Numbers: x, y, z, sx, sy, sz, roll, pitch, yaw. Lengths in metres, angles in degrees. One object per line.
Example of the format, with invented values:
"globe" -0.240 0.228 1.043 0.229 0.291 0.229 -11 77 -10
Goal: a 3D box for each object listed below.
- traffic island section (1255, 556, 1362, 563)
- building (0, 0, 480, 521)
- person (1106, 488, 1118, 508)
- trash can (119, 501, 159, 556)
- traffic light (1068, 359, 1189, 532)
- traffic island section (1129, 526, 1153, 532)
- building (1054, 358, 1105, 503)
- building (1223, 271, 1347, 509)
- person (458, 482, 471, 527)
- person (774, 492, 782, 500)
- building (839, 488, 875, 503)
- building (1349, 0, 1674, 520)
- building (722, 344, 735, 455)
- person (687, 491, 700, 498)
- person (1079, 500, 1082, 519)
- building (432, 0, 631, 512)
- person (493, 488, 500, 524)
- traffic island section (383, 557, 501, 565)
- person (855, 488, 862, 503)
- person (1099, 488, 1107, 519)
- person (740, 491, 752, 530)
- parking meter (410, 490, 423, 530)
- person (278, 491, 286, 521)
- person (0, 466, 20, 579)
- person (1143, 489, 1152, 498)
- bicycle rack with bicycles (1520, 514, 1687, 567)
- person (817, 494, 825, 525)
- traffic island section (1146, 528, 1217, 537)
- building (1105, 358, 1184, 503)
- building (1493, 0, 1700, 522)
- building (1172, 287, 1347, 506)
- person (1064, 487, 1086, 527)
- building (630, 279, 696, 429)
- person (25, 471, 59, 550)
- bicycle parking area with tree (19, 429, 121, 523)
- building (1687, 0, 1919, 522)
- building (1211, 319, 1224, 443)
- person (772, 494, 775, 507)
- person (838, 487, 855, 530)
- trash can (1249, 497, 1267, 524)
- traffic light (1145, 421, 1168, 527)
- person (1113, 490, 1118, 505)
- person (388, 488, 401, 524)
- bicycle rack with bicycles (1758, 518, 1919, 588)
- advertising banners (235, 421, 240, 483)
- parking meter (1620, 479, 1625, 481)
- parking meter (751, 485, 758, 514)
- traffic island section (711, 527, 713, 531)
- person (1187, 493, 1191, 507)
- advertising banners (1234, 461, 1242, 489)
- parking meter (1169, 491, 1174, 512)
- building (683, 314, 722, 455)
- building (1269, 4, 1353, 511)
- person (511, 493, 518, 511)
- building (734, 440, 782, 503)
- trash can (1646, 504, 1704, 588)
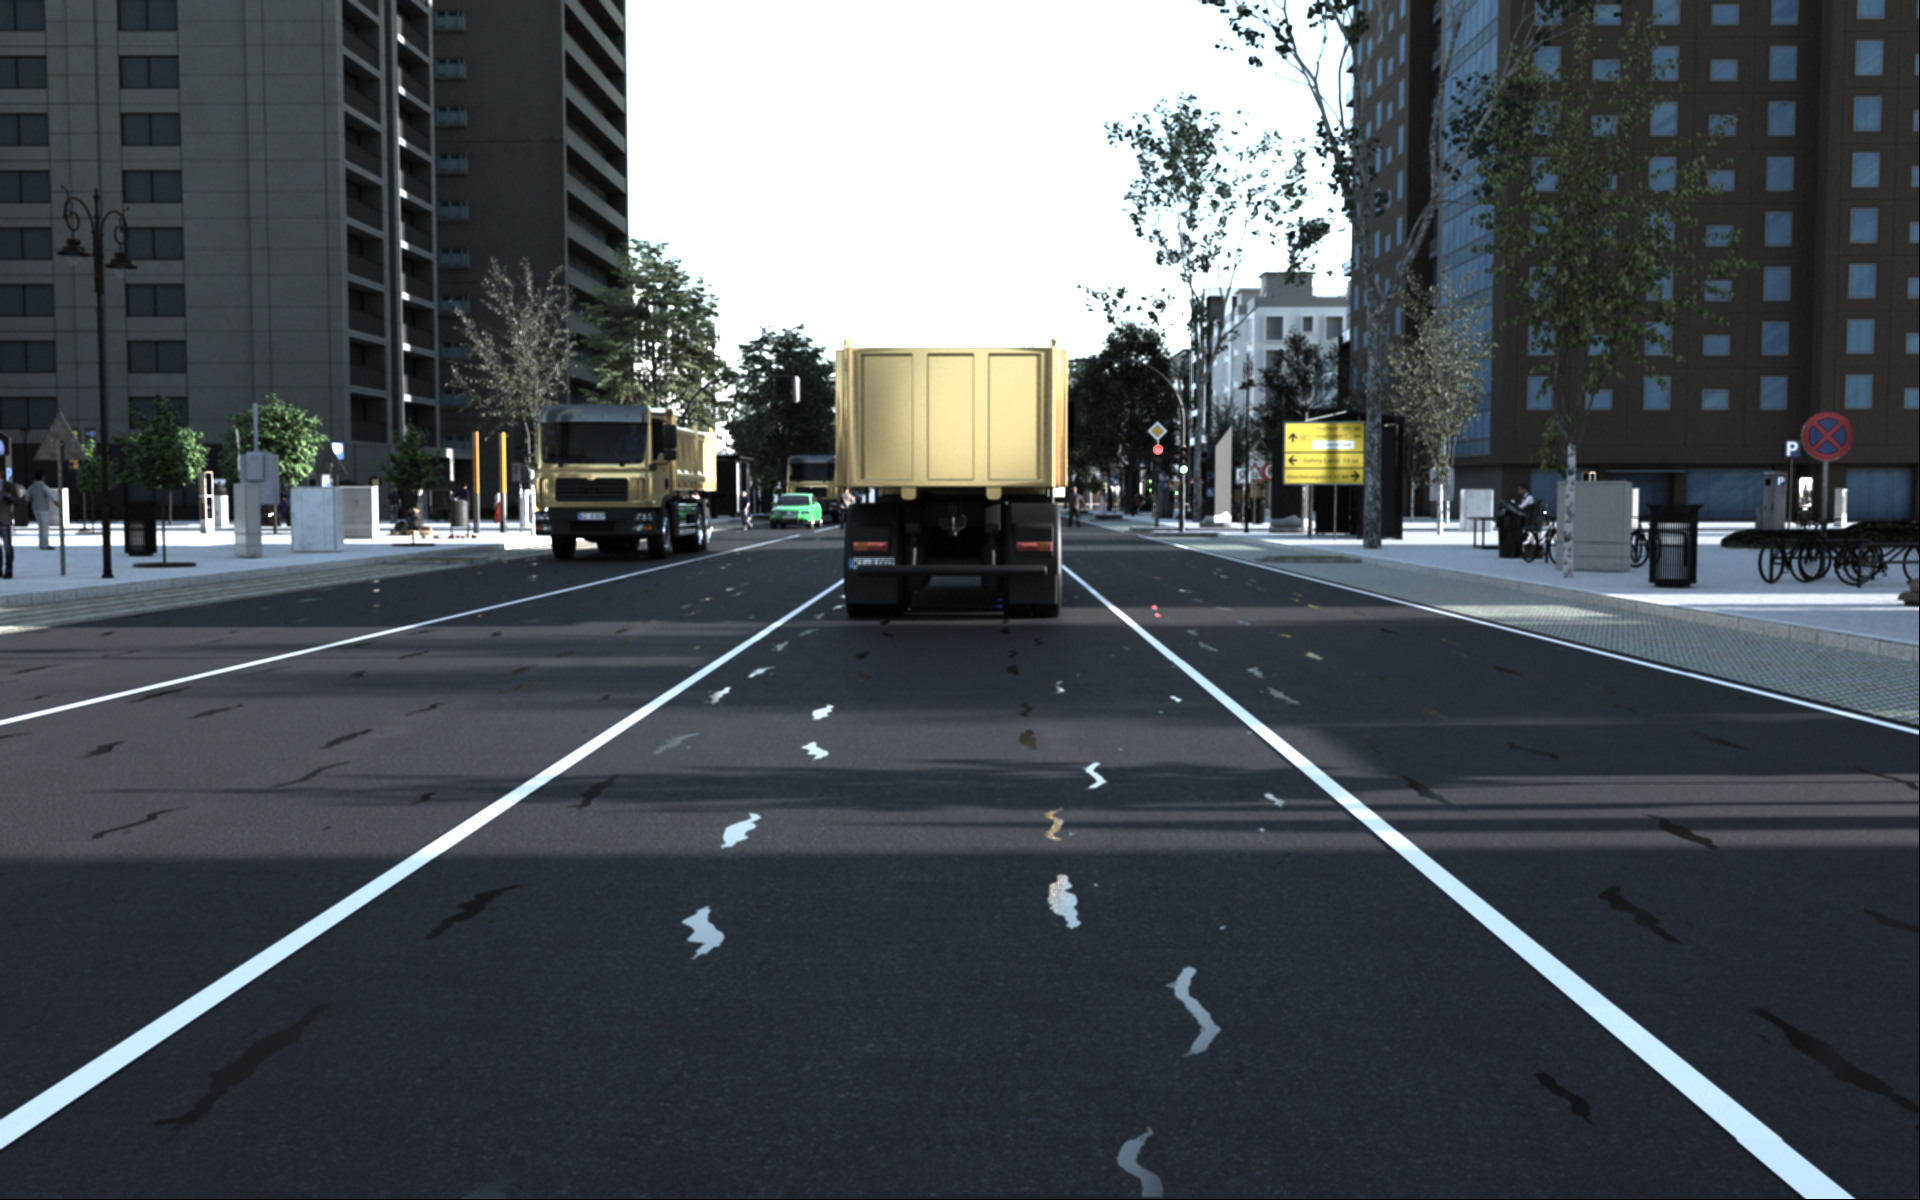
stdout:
"traffic island section" 7.322 -0.851 36.778 1.991 0.108 1.994 0 4 0
"building" -37.608 -39.992 92.113 20.563 71.187 20.611 0 4 0
"person" 14.328 -9.683 164.343 1.348 1.826 0.705 0 4 -7
"trash can" -17.006 -1.485 35.927 0.748 1.137 0.748 0 3 0
"traffic light" 5.385 -5.119 58.367 4.771 5.953 1.251 0 4 0
"traffic island section" 7.586 -2.710 66.589 2.009 0.180 2.903 0 4 0
"building" 14.052 -23.909 247.329 11.380 20.091 16.016 0 4 0
"building" 32.364 -18.133 152.888 16.016 20.091 11.380 0 4 0
"person" -19.422 -3.748 68.025 0.576 1.737 0.504 1 4 17
"person" -22.305 -12.724 214.091 1.348 1.822 0.705 0 4 -5
"building" -5.708 -18.437 243.589 28.070 9.664 9.099 0 4 0
"building" 31.515 -27.625 101.777 14.600 45.320 14.200 0 4 0
"building" -31.944 -20.825 196.904 11.380 20.091 16.016 0 4 0
"person" -8.889 -2.922 57.741 0.517 1.644 0.566 3 4 37
"person" 6.832 -5.396 99.959 0.726 1.435 0.776 1 4 9
"building" -36.049 -30.467 121.843 21.300 48.544 21.600 0 4 0
"person" -19.769 -4.016 74.173 0.387 1.526 0.523 0 4 -2
"traffic island section" -10.619 -0.794 35.842 1.991 0.108 1.994 0 4 0
"person" -6.927 -6.781 119.233 0.599 1.838 0.709 1 4 16
"person" 7.958 -5.305 95.908 0.621 1.740 0.551 -1 4 -17
"person" -8.628 -3.619 69.887 0.471 1.553 0.569 -1 4 -16
"parking meter" -17.530 -3.068 55.871 0.399 1.863 0.255 2 4 32
"person" -32.439 -4.630 82.666 0.530 1.710 0.541 -1 4 -11
"person" -14.632 -1.189 26.297 0.655 1.722 0.431 1 4 18
"person" 20.270 -11.124 188.064 1.348 1.807 0.705 -2 4 -24
"bicycle rack with bicycles" 11.829 -1.102 31.408 2.852 0.926 2.925 0 4 -5
"person" -6.593 -4.278 81.678 0.726 1.434 0.776 0 4 7
"traffic island section" 7.517 -2.222 58.604 2.009 0.180 2.903 0 4 0
"building" 25.435 -23.923 247.566 11.380 20.091 16.016 0 4 0
"building" 32.339 -26.665 86.087 14.200 45.320 14.600 0 4 0
"building" 38.533 -21.006 187.415 27.936 21.610 32.646 0 4 0
"person" 4.988 -4.043 75.158 0.990 1.755 0.434 0 4 3
"building" -34.954 -17.828 157.951 16.747 18.905 31.486 0 4 0
"person" -21.121 -2.067 39.989 0.875 1.805 0.789 1 4 14
"bicycle parking area with tree" -43.296 -5.599 78.543 9.016 4.147 8.231 -2 4 -30
"building" 46.530 -26.599 85.008 14.200 45.320 14.600 0 4 0
"building" 32.275 -18.878 165.068 16.016 20.091 11.380 0 4 0
"person" -16.849 -8.951 155.585 0.628 1.438 0.799 -2 4 -28
"person" -4.591 -3.729 70.005 0.617 1.759 0.750 0 4 7
"trash can" 12.720 -3.812 73.983 0.748 1.137 0.748 0 3 0
"traffic light" 7.546 -4.743 66.475 0.839 4.253 0.868 0 4 0
"person" 18.693 -12.310 207.868 0.990 1.755 0.434 -3 5 -43
"person" -24.450 -4.060 74.636 0.569 1.553 0.471 2 4 24
"bicycle rack with bicycles" 12.807 -0.704 24.899 2.925 0.926 2.852 -1 4 -12
"advertising banners" -17.014 -2.750 41.154 0.090 3.025 2.074 -2 4 -30
"parking meter" 26.034 -3.835 68.418 0.399 1.863 0.255 1 4 12
"parking meter" -13.065 -6.393 110.229 0.255 1.863 0.399 -3 5 -42
"traffic island section" -10.675 -2.720 66.750 2.009 0.180 2.903 0 4 0
"person" 22.994 -10.108 171.268 1.348 1.831 0.705 -2 4 -35
"advertising banners" 14.212 -5.864 92.057 2.074 3.025 0.090 -3 4 -36
"parking meter" 15.081 -7.040 123.517 0.372 1.533 0.369 0 3 0
"building" -33.861 -19.755 179.407 16.016 20.091 11.380 0 4 0
"building" 36.206 -49.564 123.038 22.319 86.520 31.000 0 4 0
"person" -24.965 -5.326 97.032 0.435 1.345 0.340 -1 4 -15
"building" -33.925 -18.498 244.588 28.070 9.664 9.099 0 4 0
"trash can" 9.828 -0.746 23.855 0.748 1.137 0.748 0 3 0
